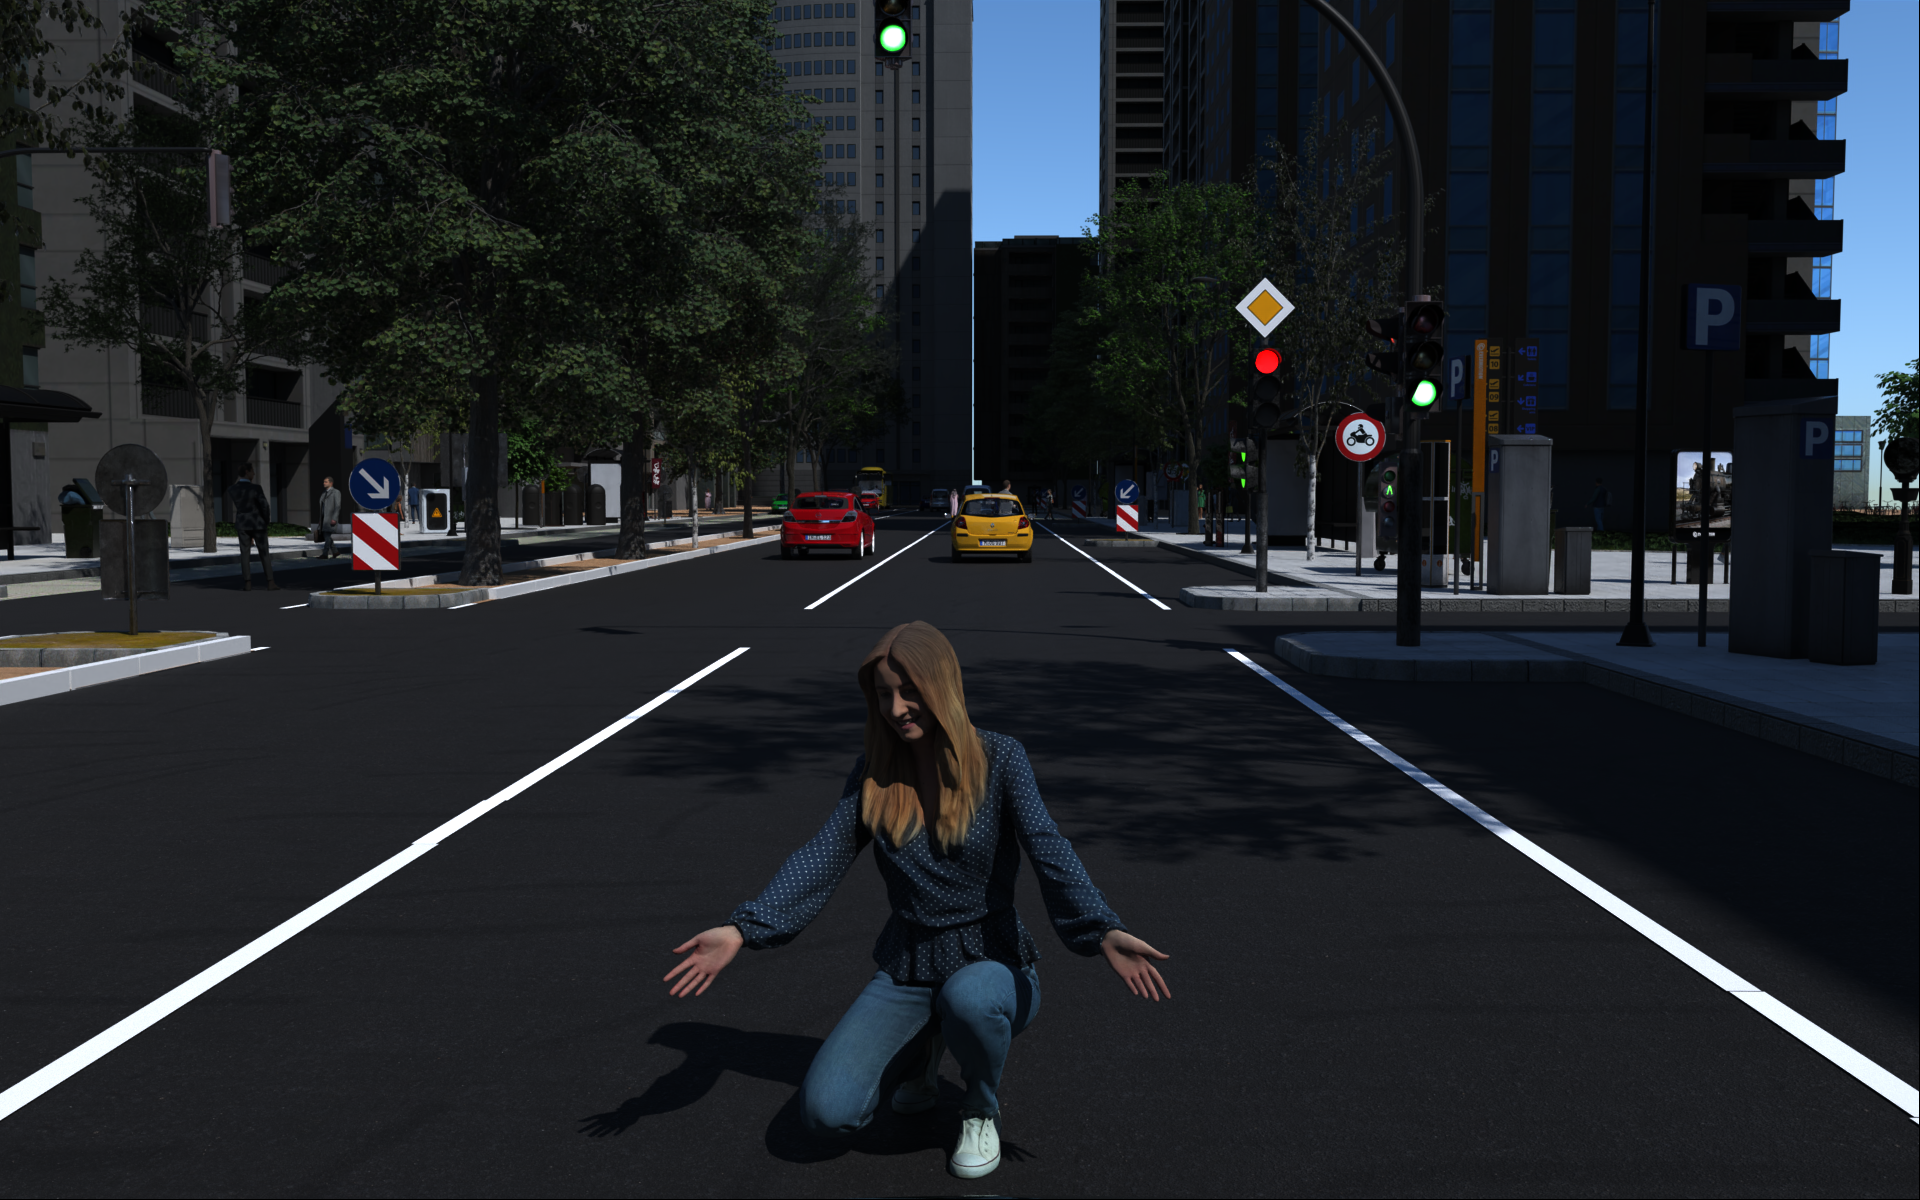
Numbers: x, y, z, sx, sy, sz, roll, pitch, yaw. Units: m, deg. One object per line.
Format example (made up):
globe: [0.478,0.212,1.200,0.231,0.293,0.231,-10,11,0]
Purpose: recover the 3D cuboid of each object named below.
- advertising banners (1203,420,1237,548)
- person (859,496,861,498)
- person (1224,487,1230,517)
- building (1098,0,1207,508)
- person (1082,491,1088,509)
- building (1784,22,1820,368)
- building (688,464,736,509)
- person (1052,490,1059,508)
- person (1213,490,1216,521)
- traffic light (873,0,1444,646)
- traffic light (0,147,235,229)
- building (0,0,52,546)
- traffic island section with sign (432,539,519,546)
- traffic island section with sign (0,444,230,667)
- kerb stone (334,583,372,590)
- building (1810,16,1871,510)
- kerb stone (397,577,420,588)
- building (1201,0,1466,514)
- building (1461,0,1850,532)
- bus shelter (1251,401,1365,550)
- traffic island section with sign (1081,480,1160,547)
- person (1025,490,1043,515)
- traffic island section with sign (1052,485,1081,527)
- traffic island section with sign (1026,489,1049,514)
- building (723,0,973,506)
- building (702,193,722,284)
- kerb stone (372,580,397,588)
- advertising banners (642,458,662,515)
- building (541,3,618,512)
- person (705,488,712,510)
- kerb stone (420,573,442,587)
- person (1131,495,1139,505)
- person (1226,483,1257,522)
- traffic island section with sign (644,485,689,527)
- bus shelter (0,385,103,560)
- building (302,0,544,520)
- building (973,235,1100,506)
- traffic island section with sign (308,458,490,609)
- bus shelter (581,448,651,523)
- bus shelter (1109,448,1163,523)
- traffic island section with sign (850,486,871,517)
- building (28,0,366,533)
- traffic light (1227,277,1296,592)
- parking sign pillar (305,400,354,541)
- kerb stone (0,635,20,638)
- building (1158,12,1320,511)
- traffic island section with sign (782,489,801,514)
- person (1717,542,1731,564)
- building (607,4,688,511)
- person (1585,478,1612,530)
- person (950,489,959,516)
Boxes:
advertising banners: [6.275,-2.789,41.787,0.090,3.025,2.074,-1,4,-12]
person: [-8.305,-7.986,138.944,0.709,1.838,0.599,2,4,24]
person: [15.226,-5.680,99.051,1.348,1.807,0.705,-1,4,-14]
building: [26.679,-46.447,197.656,20.611,71.187,20.563,0,4,1]
person: [10.058,-8.144,139.871,0.551,1.740,0.621,-2,4,-30]
building: [27.755,-39.594,85.618,20.563,71.187,20.611,0,4,1]
building: [-37.241,-51.398,153.027,31.000,86.520,22.319,0,4,1]
person: [9.074,-9.610,164.107,0.756,1.711,0.436,-1,4,-23]
person: [12.383,-4.554,83.094,0.503,1.515,0.523,-1,4,-20]
traffic light: [1.678,-2.435,14.477,4.771,5.953,1.251,0,4,1]
traffic light: [-12.036,-2.950,22.894,4.771,5.953,1.251,0,4,1]
building: [-30.637,-16.235,37.151,14.160,30.474,14.107,0,4,1]
traffic island section with sign: [-13.354,-2.408,47.992,1.989,1.847,2.006,0,4,1]
traffic island section with sign: [-7.540,-0.429,15.152,2.006,1.907,1.989,0,4,1]
kerb stone: [-8.419,-0.108,23.973,0.120,0.150,1.000,0,4,1]
building: [61.191,-51.270,150.930,31.000,86.520,22.319,0,4,1]
kerb stone: [-8.382,-0.234,26.018,0.120,0.150,1.000,0,4,1]
building: [23.923,-28.417,114.721,14.600,45.320,14.200,0,4,1]
building: [21.001,-25.142,61.177,14.600,45.320,14.200,0,4,1]
bus shelter: [8.097,-2.832,40.232,2.014,3.302,5.546,0,4,1]
traffic island section with sign: [4.472,-2.413,48.077,1.989,1.847,2.006,0,4,1]
person: [4.945,-6.499,115.479,1.217,1.735,0.721,1,4,22]
traffic island section with sign: [5.012,-4.071,75.186,1.989,1.847,2.006,0,4,1]
traffic island section with sign: [5.972,-7.085,124.466,1.989,1.847,2.006,0,4,1]
building: [-12.619,-40.199,199.251,28.212,58.520,21.231,0,4,1]
building: [-41.743,-33.362,200.098,28.867,44.769,22.147,0,4,1]
kerb stone: [-8.400,-0.171,24.995,0.120,0.150,1.000,0,4,1]
advertising banners: [-15.434,-5.361,83.837,2.074,3.025,0.090,-1,4,-16]
building: [-37.321,-31.979,112.095,28.713,52.752,27.495,0,4,1]
person: [-20.317,-8.127,139.595,0.621,1.740,0.551,3,4,37]
kerb stone: [-8.356,-0.294,27.043,0.120,0.150,1.000,0,4,1]
person: [7.428,-4.101,73.368,0.520,1.790,0.573,2,4,31]
person: [12.923,-4.476,79.439,1.509,1.804,0.699,0,4,-6]
traffic island section with sign: [-12.814,-4.059,74.990,1.989,1.847,2.006,0,4,1]
bus shelter: [-17.830,-2.280,31.197,2.014,3.302,5.546,0,4,1]
building: [-30.811,-19.539,91.157,14.160,30.474,14.107,0,4,1]
building: [8.471,-25.973,196.358,14.107,30.474,14.160,0,4,1]
traffic island section with sign: [-7.384,-0.882,22.558,2.006,1.907,1.989,0,4,1]
bus shelter: [-15.571,-5.186,78.720,2.014,3.302,5.546,0,4,1]
bus shelter: [7.939,-5.183,78.669,2.014,3.302,5.546,0,4,1]
traffic island section with sign: [-5.914,-5.477,97.682,2.006,1.907,1.989,0,4,1]
building: [-34.704,-38.313,64.674,20.563,71.187,20.611,0,4,1]
traffic light: [3.928,-2.058,22.561,0.839,4.253,0.868,0,4,1]
parking sign pillar: [-17.419,-3.640,47.984,1.447,3.967,1.447,2,4,30]
kerb stone: [-8.592,0.428,15.295,0.120,0.150,1.000,0,4,1]
building: [27.017,-43.741,153.424,20.563,71.187,20.611,0,4,1]
traffic island section with sign: [-11.824,-7.143,125.419,1.989,1.847,2.006,0,4,1]
person: [14.071,-1.540,31.410,0.709,1.800,0.728,-1,4,-19]
building: [-29.406,-27.534,133.767,14.154,41.232,14.086,0,4,1]
person: [19.264,-2.801,52.194,0.721,1.781,0.623,3,5,42]
person: [-0.354,-5.870,105.138,0.551,1.740,0.621,-1,4,-14]
